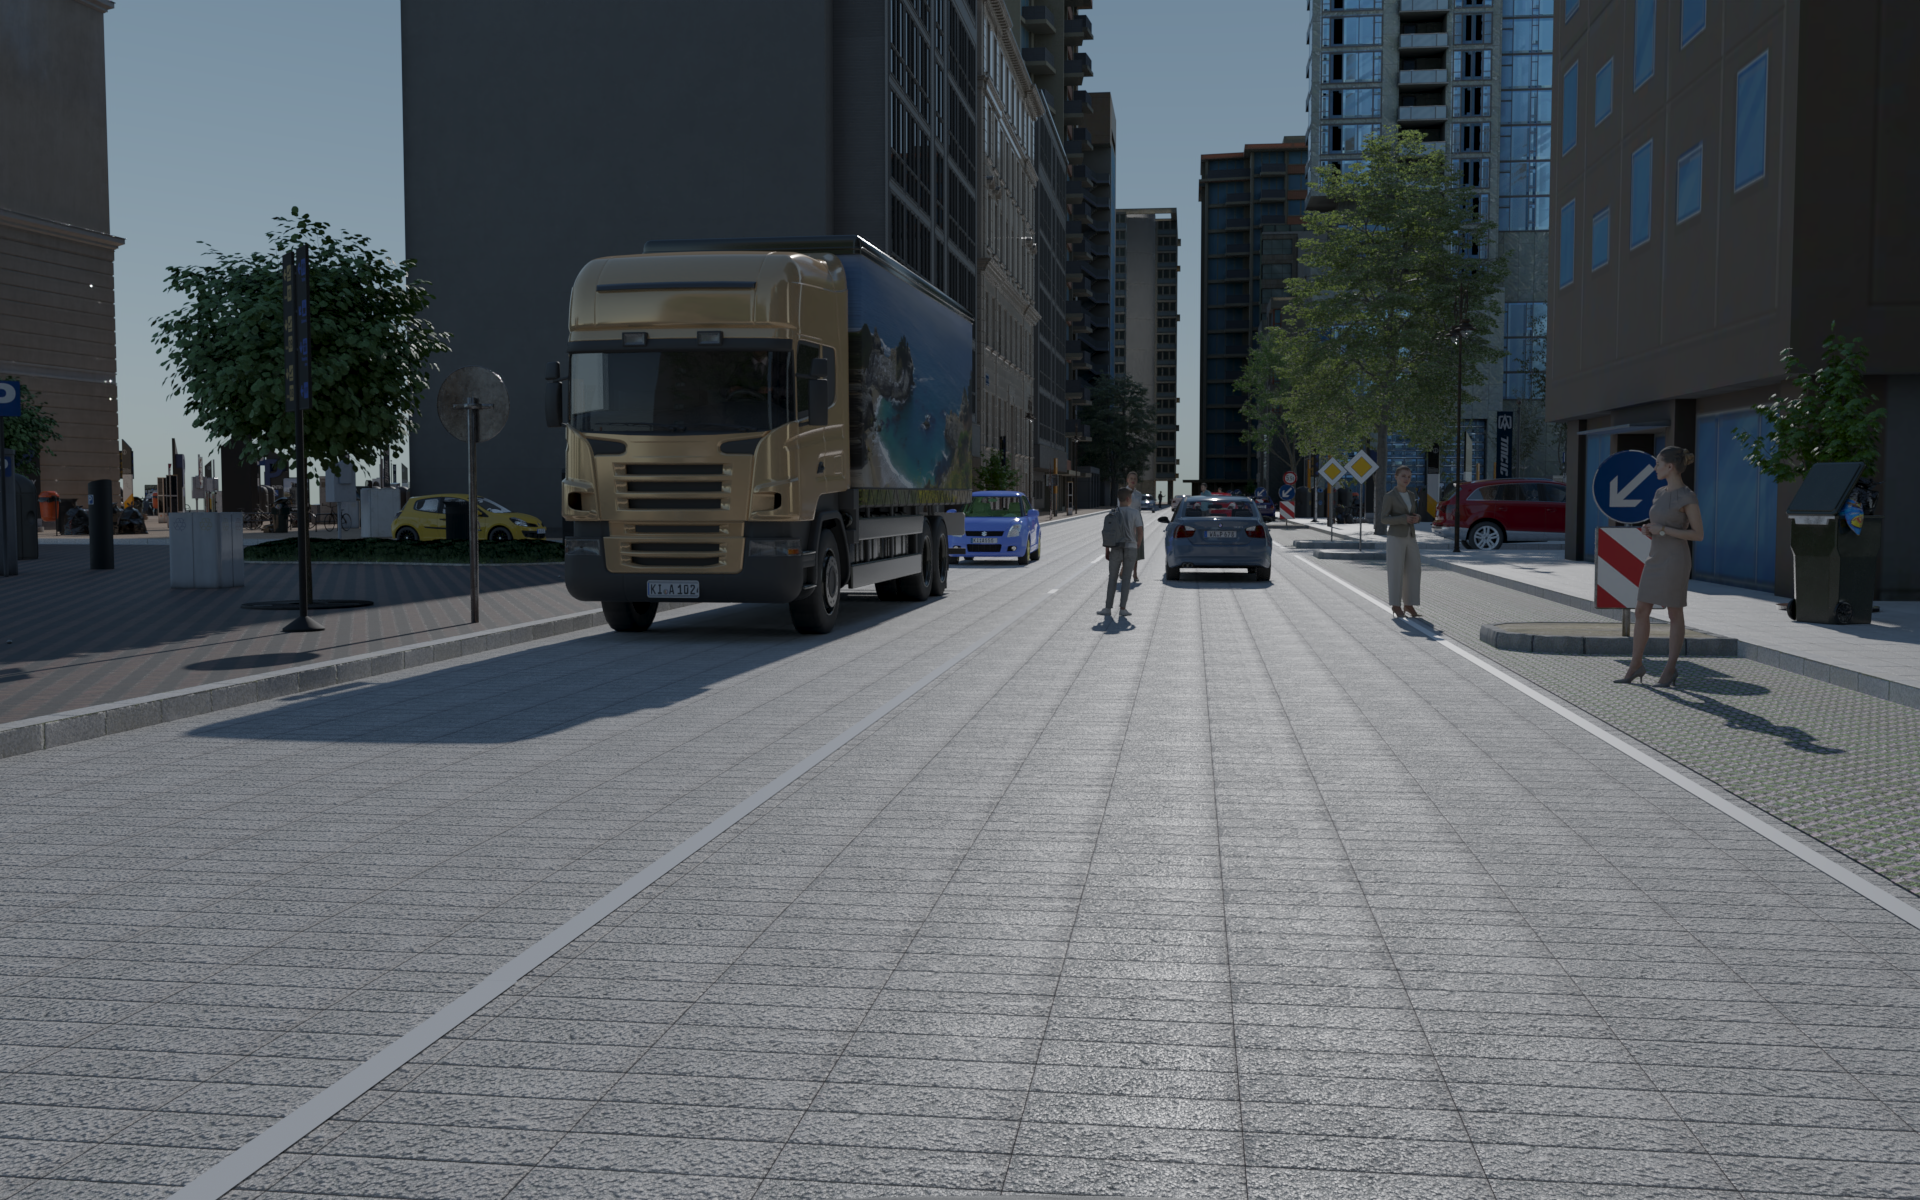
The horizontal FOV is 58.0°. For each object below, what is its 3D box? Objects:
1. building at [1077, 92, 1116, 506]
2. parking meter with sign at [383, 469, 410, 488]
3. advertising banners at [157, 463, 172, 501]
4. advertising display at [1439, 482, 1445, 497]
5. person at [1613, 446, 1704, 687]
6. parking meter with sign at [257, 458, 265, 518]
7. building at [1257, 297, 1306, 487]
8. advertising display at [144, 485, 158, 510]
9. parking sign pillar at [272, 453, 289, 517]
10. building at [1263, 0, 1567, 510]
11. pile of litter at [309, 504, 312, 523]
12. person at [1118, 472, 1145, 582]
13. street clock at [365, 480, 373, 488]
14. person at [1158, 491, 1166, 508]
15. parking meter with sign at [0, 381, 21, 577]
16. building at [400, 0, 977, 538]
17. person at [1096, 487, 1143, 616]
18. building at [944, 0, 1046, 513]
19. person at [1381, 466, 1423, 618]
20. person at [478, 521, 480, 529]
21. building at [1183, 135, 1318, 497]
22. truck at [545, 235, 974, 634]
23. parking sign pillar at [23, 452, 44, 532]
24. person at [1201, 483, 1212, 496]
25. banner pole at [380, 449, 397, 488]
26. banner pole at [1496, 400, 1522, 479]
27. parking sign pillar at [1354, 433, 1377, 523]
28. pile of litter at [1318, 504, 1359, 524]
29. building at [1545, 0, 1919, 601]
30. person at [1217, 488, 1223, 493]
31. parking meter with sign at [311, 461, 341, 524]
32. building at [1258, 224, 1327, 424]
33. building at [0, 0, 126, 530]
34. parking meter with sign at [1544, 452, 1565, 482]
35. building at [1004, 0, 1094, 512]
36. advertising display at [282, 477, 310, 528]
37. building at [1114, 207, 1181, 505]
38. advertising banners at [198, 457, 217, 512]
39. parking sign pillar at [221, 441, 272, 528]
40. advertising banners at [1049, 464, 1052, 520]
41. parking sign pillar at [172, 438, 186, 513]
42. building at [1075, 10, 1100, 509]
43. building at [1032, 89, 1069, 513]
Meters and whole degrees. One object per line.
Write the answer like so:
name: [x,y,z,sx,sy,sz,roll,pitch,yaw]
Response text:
building: [9.667,-33.059,190.625,14.200,45.320,14.600,0,4,8]
parking meter with sign: [-38.470,-7.434,117.802,1.738,3.016,0.543,1,4,18]
advertising banners: [-44.915,-6.219,97.873,0.090,3.025,2.074,0,4,-3]
advertising display: [26.280,-5.537,95.742,0.974,1.923,0.123,1,4,15]
person: [5.168,-0.242,12.790,0.374,1.781,0.599,-1,4,-17]
parking meter with sign: [-30.232,-4.715,73.358,1.738,3.016,0.543,2,4,27]
building: [42.846,-19.548,164.650,27.650,21.520,28.899,0,4,8]
advertising display: [-54.800,-6.864,117.434,0.974,1.923,0.123,0,4,8]
parking sign pillar: [-38.175,-6.624,96.781,1.447,3.967,1.447,0,4,7]
building: [35.774,-50.200,133.448,22.319,86.520,31.000,0,4,8]
pile of litter: [-29.254,-3.941,78.401,1.719,0.858,1.176,2,4,28]
person: [2.791,-1.214,28.579,0.478,1.798,0.641,-1,4,-10]
street clock: [-30.250,-5.143,88.651,0.358,2.002,0.471,-3,5,-39]
person: [20.824,-10.372,178.610,0.750,1.759,0.617,-1,4,-17]
parking meter with sign: [-15.168,-1.904,27.393,0.543,3.016,1.738,-2,4,-31]
building: [-7.661,-16.362,61.032,14.314,27.812,24.014,0,4,8]
person: [1.878,-0.571,20.424,0.503,1.515,0.523,-1,4,-19]
building: [-3.039,-17.609,85.162,12.463,27.353,25.104,0,4,8]
person: [5.133,-0.671,20.026,0.519,1.759,0.362,-2,4,-28]
person: [-12.393,-1.853,43.817,0.505,1.210,0.382,-1,4,-16]
building: [42.296,-34.233,214.326,28.867,44.769,22.147,0,4,8]
truck: [-1.912,-1.976,21.214,2.839,4.237,11.283,1,4,9]
parking sign pillar: [-31.489,-4.246,57.890,1.447,3.967,1.447,-2,4,-33]
person: [8.844,-3.260,61.826,0.620,1.820,0.660,-2,4,-35]
banner pole: [-25.310,-5.271,76.191,0.401,3.779,0.863,1,4,19]
banner pole: [14.609,-3.426,46.026,0.863,3.779,0.401,-1,4,-9]
parking sign pillar: [18.114,-5.381,76.448,1.447,3.967,1.447,1,4,11]
pile of litter: [16.332,-3.715,74.699,1.719,0.858,1.176,1,4,21]
building: [17.526,-22.945,25.263,14.600,45.320,14.200,0,4,8]
person: [17.133,-6.486,114.458,0.656,1.842,0.836,-1,4,-14]
parking meter with sign: [-26.741,-4.719,73.415,1.738,3.016,0.543,1,4,21]
building: [39.230,-25.371,186.509,14.160,30.474,14.107,0,4,8]
building: [-42.367,-16.770,60.087,20.117,28.700,13.634,0,4,8]
parking meter with sign: [24.531,-4.609,71.619,1.738,3.016,0.543,-2,4,-28]
building: [-0.900,-29.579,138.233,22.147,44.769,28.867,0,4,8]
advertising display: [-25.273,-3.716,65.970,0.974,1.923,0.123,-1,4,-9]
building: [16.192,-32.456,222.538,23.993,40.220,32.217,0,4,8]
advertising banners: [-35.033,-5.165,80.629,0.090,3.025,2.074,-3,5,-43]
parking sign pillar: [-27.555,-4.756,66.225,1.447,3.967,1.447,1,4,13]
advertising banners: [4.440,-5.436,85.060,0.090,3.025,2.074,0,4,5]
parking sign pillar: [-37.829,-5.836,83.887,1.447,3.967,1.447,-1,4,-18]
building: [2.814,-44.321,162.892,20.563,71.187,20.611,0,4,8]
building: [-1.073,-19.342,109.756,14.314,27.812,24.014,0,4,8]
